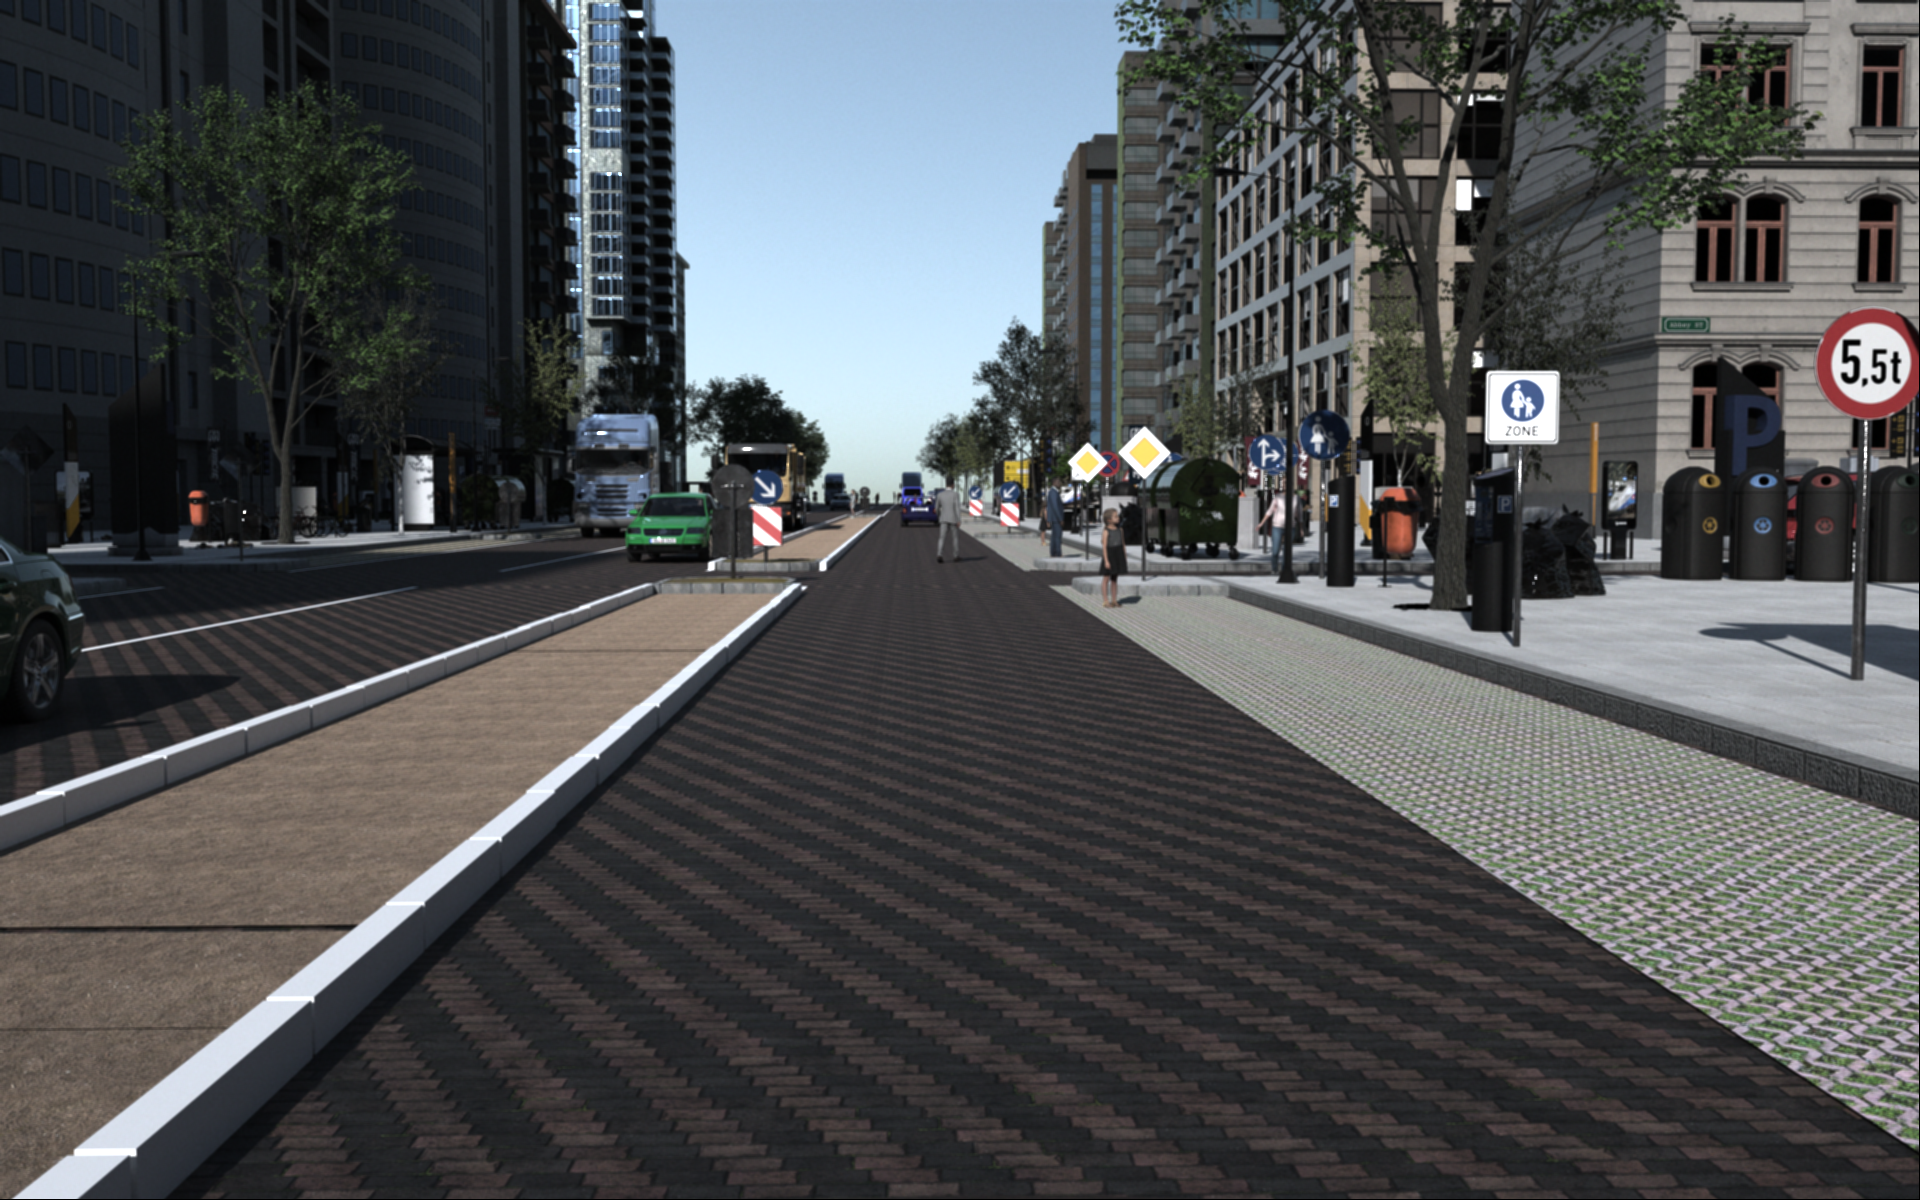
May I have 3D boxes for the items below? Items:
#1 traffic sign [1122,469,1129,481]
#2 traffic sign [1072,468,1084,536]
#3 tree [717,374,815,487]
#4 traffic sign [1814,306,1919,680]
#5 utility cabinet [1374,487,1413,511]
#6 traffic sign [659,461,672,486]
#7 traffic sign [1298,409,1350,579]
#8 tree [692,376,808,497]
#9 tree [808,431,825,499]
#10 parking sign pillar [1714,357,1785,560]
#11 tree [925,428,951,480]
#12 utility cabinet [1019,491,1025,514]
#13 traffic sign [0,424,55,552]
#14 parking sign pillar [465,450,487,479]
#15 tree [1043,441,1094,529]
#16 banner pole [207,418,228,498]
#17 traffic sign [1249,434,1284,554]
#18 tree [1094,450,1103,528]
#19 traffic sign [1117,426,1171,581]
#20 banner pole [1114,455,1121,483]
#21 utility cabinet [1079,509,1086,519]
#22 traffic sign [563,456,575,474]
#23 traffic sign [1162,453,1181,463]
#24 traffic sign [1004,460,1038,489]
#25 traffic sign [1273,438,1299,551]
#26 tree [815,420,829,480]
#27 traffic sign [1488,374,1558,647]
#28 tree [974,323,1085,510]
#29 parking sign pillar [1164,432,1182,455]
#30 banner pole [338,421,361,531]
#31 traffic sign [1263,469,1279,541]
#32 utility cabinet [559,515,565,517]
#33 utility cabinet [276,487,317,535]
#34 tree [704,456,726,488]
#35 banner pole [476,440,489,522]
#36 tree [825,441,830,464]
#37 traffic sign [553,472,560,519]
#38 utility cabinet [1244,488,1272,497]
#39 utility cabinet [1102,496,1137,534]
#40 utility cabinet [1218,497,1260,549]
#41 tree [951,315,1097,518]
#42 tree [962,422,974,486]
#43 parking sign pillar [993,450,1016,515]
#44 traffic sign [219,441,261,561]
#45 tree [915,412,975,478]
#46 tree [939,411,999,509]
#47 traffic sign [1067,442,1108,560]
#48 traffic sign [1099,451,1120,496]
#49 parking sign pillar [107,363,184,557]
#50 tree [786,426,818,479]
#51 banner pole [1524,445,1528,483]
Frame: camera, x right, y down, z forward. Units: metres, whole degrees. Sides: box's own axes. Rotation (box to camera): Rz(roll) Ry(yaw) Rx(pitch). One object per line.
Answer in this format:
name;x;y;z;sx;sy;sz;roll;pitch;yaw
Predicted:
traffic sign;7.073;-4.341;70.972;0.884;2.594;0.081;0;4;6
traffic sign;3.687;-3.088;52.616;0.606;2.300;0.079;0;4;0
tree;-21.222;-16.870;182.471;9.857;13.997;8.962;0;3;0
traffic sign;6.195;-0.720;11.879;0.768;2.556;0.104;0;4;-1
utility cabinet;12.864;-2.616;51.446;0.318;1.500;1.173;-3;4;-38
traffic sign;-19.116;-6.988;108.122;2.265;3.308;0.079;0;4;2
traffic sign;5.492;-1.597;26.210;0.768;2.556;0.104;0;4;3
tree;-20.326;-13.926;153.451;9.928;11.665;9.643;0;3;0
tree;-22.123;-17.015;203.945;9.928;11.665;9.643;0;3;0
parking sign pillar;15.603;-2.798;34.223;1.447;3.967;1.447;-1;4;-15
tree;0.793;-16.109;197.787;7.601;10.594;8.767;1;4;16
utility cabinet;3.732;-6.100;108.408;0.318;1.500;1.173;-1;4;-20
traffic sign;-13.477;-1.309;25.049;0.795;2.450;0.064;0;4;-2
parking sign pillar;-25.988;-6.403;93.169;1.447;3.967;1.447;2;4;30
tree;3.783;-4.156;62.555;1.663;3.219;1.824;0;3;0
banner pole;-24.331;-4.092;56.921;0.401;3.779;0.863;3;4;38
traffic sign;6.552;-2.264;37.120;0.768;2.556;0.104;0;4;-1
tree;4.666;-4.410;66.701;1.663;3.219;1.824;0;3;0
traffic sign;2.710;-1.338;25.525;0.795;2.450;0.064;0;4;-2
banner pole;9.929;-7.274;108.946;0.863;3.779;0.401;-3;5;-44
utility cabinet;6.513;-4.806;89.739;0.306;1.237;1.020;-1;4;-19
traffic sign;-20.120;-6.042;92.665;2.265;3.308;0.079;0;4;5
traffic sign;6.554;-3.260;53.413;0.768;2.556;0.104;0;4;0
traffic sign;3.762;-6.773;104.609;2.265;3.308;0.079;0;3;0
traffic sign;7.266;-2.391;39.200;0.768;2.556;0.104;0;4;1
tree;-23.844;-21.364;255.953;9.857;13.997;8.962;0;3;0
traffic sign;4.680;-0.756;14.496;0.606;2.300;0.079;0;4;0
tree;3.503;-7.553;73.857;4.360;8.622;3.978;0;3;0
parking sign pillar;8.937;-5.296;75.063;1.447;3.967;1.447;-1;4;-10
banner pole;-21.084;-4.271;59.840;0.863;3.779;0.401;-3;4;-38
traffic sign;8.531;-2.880;47.186;0.768;2.556;0.104;0;4;0
utility cabinet;-22.014;-5.199;93.683;1.173;1.500;0.318;-2;4;-26
utility cabinet;-20.638;-2.763;53.858;1.173;1.500;0.318;-1;4;-22
tree;-19.705;-9.878;145.212;4.285;4.588;4.351;0;3;0
banner pole;-21.934;-5.498;79.901;0.401;3.779;0.863;0;4;-3
tree;-23.688;-20.936;268.057;9.928;11.665;9.643;0;3;0
traffic sign;-20.887;-5.439;89.029;0.768;2.556;0.104;0;4;5
utility cabinet;10.795;-3.320;62.959;0.318;1.500;1.173;-3;5;-43
utility cabinet;4.614;-2.384;50.133;1.020;1.237;0.306;2;4;34
utility cabinet;6.477;-1.793;40.481;1.020;1.237;0.306;3;4;36
tree;3.651;-9.575;90.957;7.601;10.594;8.767;0;4;3
tree;2.412;-10.446;121.158;4.360;8.622;3.978;0;3;0
parking sign pillar;2.785;-7.221;106.533;1.447;3.967;1.447;0;4;2
traffic sign;-13.723;-1.797;33.031;0.795;2.450;0.064;0;4;-2
tree;-1.614;-21.224;257.380;12.009;13.543;11.850;0;3;0
tree;1.220;-12.471;154.260;4.737;8.622;4.395;0;3;0
traffic sign;2.464;-1.827;33.507;0.795;2.450;0.064;0;4;-2
traffic sign;4.363;-3.130;51.290;0.768;2.556;0.104;0;4;6
parking sign pillar;-17.014;-2.912;36.078;1.447;3.967;1.447;1;4;14
tree;-22.699;-18.384;234.986;7.601;10.594;8.767;-1;4;-15
banner pole;14.968;-3.422;45.964;0.401;3.779;0.863;2;4;32
